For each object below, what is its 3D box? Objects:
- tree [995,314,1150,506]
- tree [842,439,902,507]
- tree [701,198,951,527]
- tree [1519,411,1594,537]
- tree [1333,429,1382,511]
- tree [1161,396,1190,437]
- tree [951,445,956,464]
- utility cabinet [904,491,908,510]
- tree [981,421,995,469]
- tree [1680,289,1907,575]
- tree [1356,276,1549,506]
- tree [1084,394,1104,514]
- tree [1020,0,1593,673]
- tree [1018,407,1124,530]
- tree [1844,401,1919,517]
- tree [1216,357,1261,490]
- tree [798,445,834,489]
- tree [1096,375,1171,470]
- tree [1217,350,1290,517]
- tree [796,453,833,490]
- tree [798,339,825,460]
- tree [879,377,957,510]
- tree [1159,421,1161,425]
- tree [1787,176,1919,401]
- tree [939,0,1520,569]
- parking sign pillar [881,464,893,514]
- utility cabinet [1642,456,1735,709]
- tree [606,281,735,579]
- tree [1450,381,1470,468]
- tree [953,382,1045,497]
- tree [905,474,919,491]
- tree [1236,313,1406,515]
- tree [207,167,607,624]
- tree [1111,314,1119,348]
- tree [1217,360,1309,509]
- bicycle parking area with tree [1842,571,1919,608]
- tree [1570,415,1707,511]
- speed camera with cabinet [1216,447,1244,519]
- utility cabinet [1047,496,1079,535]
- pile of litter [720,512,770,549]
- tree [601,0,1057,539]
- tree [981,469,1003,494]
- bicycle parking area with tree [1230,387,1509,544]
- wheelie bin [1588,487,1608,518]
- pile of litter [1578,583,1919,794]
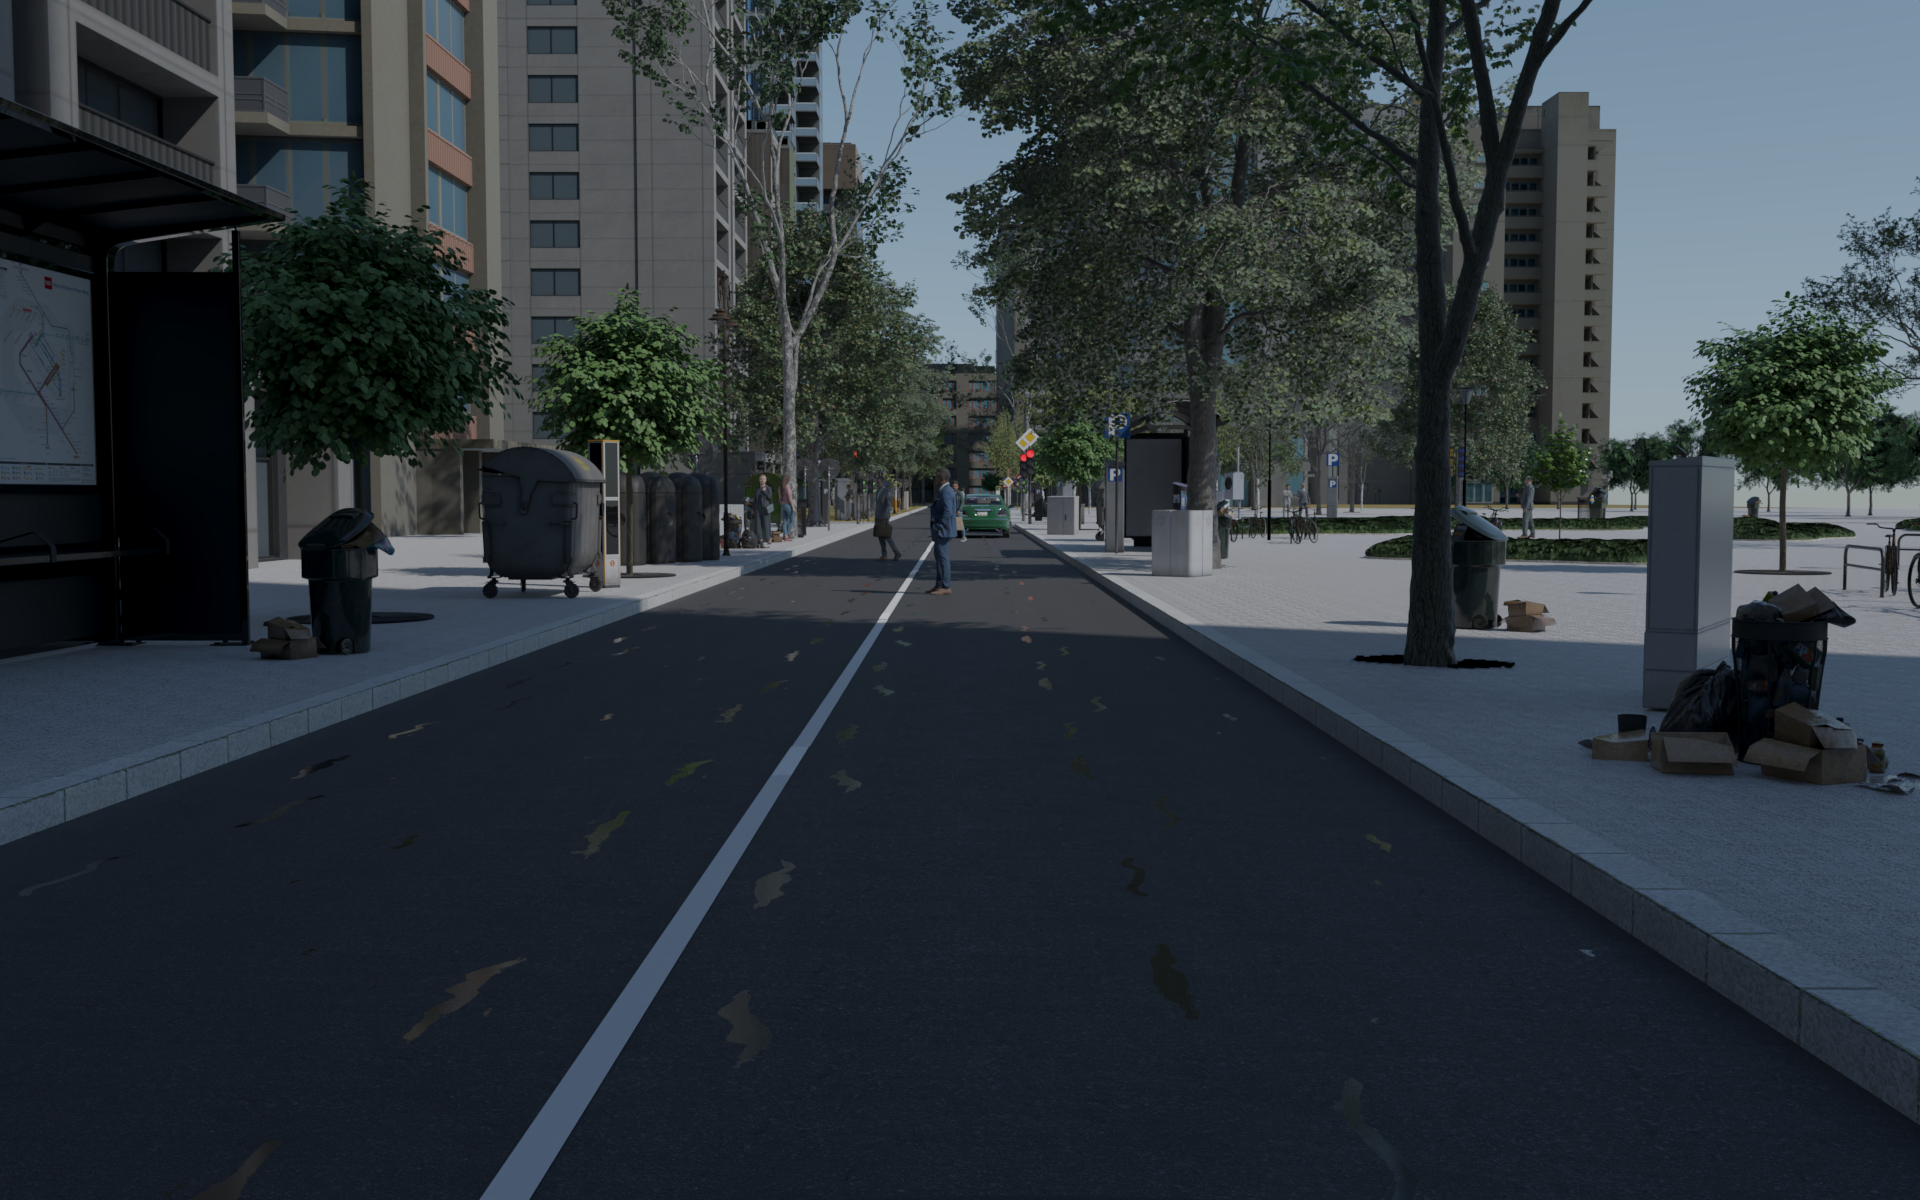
[{"bbox_3d":[4.349,-7.187,67.866,4.737,8.622,4.395,0,3,0],"label":"tree"},{"bbox_3d":[-5.117,-9.491,105.541,4.737,8.622,4.395,0,3,0],"label":"tree"},{"bbox_3d":[-5.685,-9.192,67.296,9.611,12.733,9.660,0,3,0],"label":"tree"},{"bbox_3d":[13.984,-2.820,40.702,1.663,3.219,1.824,0,3,0],"label":"tree"},{"bbox_3d":[31.104,-11.256,134.402,4.360,8.622,3.978,0,3,0],"label":"tree"},{"bbox_3d":[15.882,-10.249,117.936,4.360,8.622,3.978,0,3,0],"label":"tree"},{"bbox_3d":[-5.601,-14.502,154.119,9.611,12.733,9.660,0,3,0],"label":"tree"},{"bbox_3d":[-4.346,-7.961,138.838,0.318,1.500,1.173,0,4,4],"label":"utility cabinet"},{"bbox_3d":[4.423,-11.929,145.404,4.737,8.622,4.395,0,3,0],"label":"tree"},{"bbox_3d":[13.393,-2.702,27.895,4.285,4.588,4.351,0,3,0],"label":"tree"},{"bbox_3d":[25.923,-10.558,89.626,9.611,12.733,9.660,0,3,0],"label":"tree"},{"bbox_3d":[8.135,-9.699,108.944,4.360,8.622,3.978,0,3,0],"label":"tree"},{"bbox_3d":[3.718,-5.320,12.731,9.928,11.665,9.643,0,3,0],"label":"tree"},{"bbox_3d":[4.294,-4.769,61.680,4.285,4.588,4.351,0,3,0],"label":"tree"},{"bbox_3d":[52.040,-8.109,95.488,11.467,7.101,20.602,0,4,-4],"label":"tree"},{"bbox_3d":[14.127,-8.804,94.314,4.737,8.622,4.395,0,3,0],"label":"tree"},{"bbox_3d":[-9.397,-9.793,110.471,4.360,8.622,3.978,0,3,0],"label":"tree"},{"bbox_3d":[12.726,-12.272,135.052,8.767,10.594,7.601,1,4,11],"label":"tree"},{"bbox_3d":[14.505,-8.249,85.235,4.360,8.622,3.978,0,3,0],"label":"tree"},{"bbox_3d":[-10.918,-8.834,128.157,4.285,4.588,4.351,0,3,0],"label":"tree"},{"bbox_3d":[-4.932,-11.577,95.938,9.857,13.997,8.962,0,3,0],"label":"tree"},{"bbox_3d":[-4.556,-12.351,136.347,8.767,10.594,7.601,0,4,-7],"label":"tree"},{"bbox_3d":[16.434,-10.837,127.551,4.360,8.622,3.978,0,3,0],"label":"tree"},{"bbox_3d":[23.656,-6.498,40.648,8.767,10.594,7.601,0,4,-1],"label":"tree"},{"bbox_3d":[4.289,-7.509,29.435,9.857,13.997,8.962,0,3,0],"label":"tree"},{"bbox_3d":[-4.948,-7.702,114.408,1.447,3.967,1.447,0,4,-1],"label":"parking sign pillar"},{"bbox_3d":[4.464,-0.118,10.615,0.318,1.500,1.173,2,4,32],"label":"utility cabinet"},{"bbox_3d":[-5.232,-2.638,26.843,4.285,4.588,4.351,0,3,0],"label":"tree"},{"bbox_3d":[29.946,-9.604,107.381,4.737,8.622,4.395,0,3,0],"label":"tree"},{"bbox_3d":[4.467,-17.021,188.658,12.009,13.543,11.850,0,3,0],"label":"tree"},{"bbox_3d":[-5.218,-14.419,186.104,4.360,8.622,3.978,0,3,0],"label":"tree"},{"bbox_3d":[21.614,-11.874,104.510,12.009,13.543,11.850,0,3,0],"label":"tree"},{"bbox_3d":[-6.203,-2.069,17.545,4.285,4.588,4.351,0,3,0],"label":"tree"},{"bbox_3d":[5.566,-16.111,119.309,12.611,20.169,13.585,0,3,0],"label":"tree"},{"bbox_3d":[25.092,-14.023,146.284,9.611,12.733,9.660,0,3,0],"label":"tree"},{"bbox_3d":[14.572,-1.982,19.411,8.231,4.147,9.016,2,4,27],"label":"bicycle parking area with tree"},{"bbox_3d":[55.345,-9.813,123.345,20.602,7.101,11.467,2,4,27],"label":"tree"},{"bbox_3d":[11.196,-4.826,73.235,0.660,3.252,2.038,-2,4,-24],"label":"speed camera with cabinet"},{"bbox_3d":[3.232,-2.651,54.505,1.020,1.237,0.306,3,4,36],"label":"utility cabinet"},{"bbox_3d":[-5.388,-1.646,40.885,1.719,0.858,1.176,1,4,9],"label":"pile of litter"},{"bbox_3d":[-3.594,-11.762,48.198,12.611,20.169,13.585,0,3,0],"label":"tree"},{"bbox_3d":[4.115,-14.751,224.892,4.285,4.588,4.351,0,3,0],"label":"tree"},{"bbox_3d":[11.149,-3.693,47.384,8.231,4.147,9.016,2,4,29],"label":"bicycle parking area with tree"},{"bbox_3d":[27.207,-4.032,73.837,0.693,1.594,0.980,3,5,39],"label":"wheelie bin"},{"bbox_3d":[3.739,0.360,8.082,1.176,0.858,1.719,-2,4,-23],"label":"pile of litter"}]
